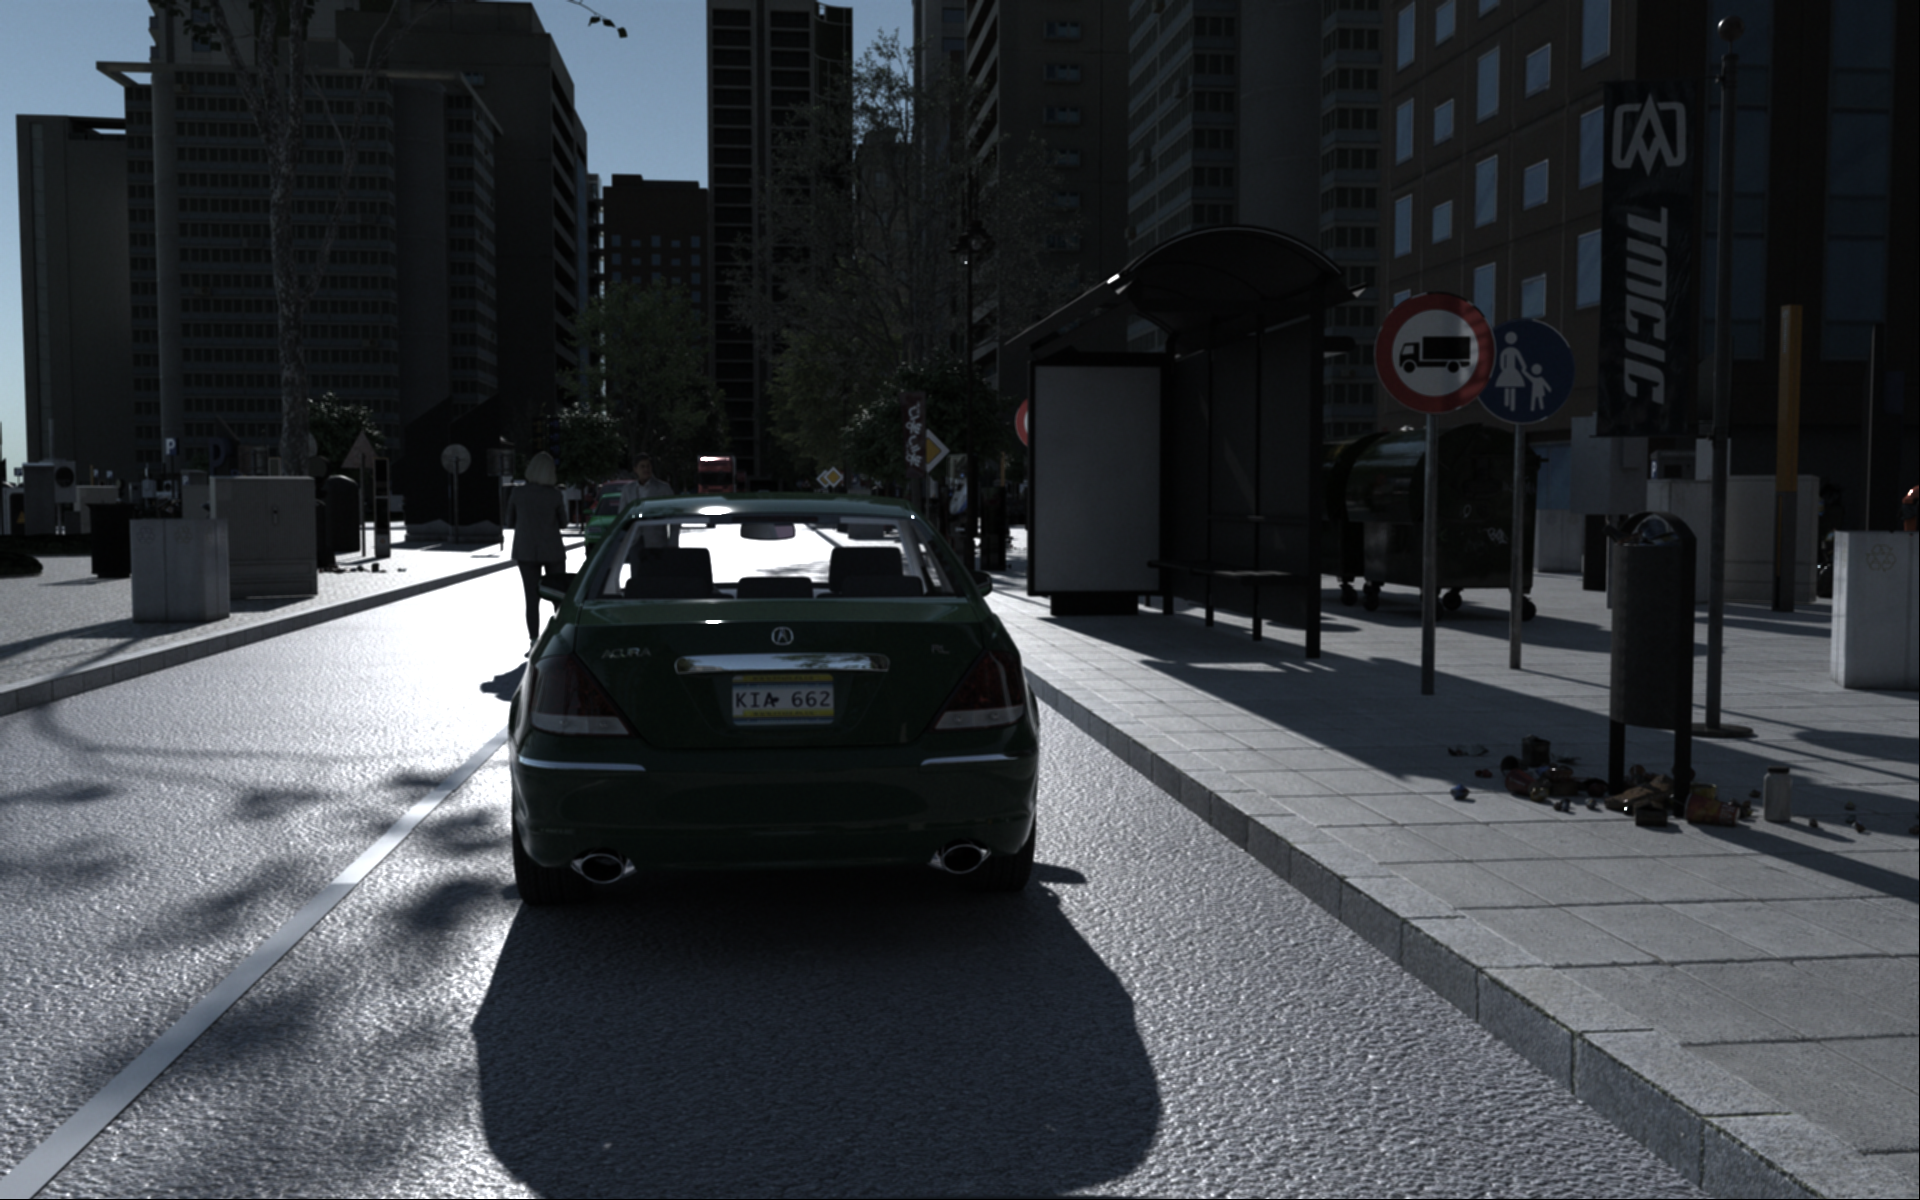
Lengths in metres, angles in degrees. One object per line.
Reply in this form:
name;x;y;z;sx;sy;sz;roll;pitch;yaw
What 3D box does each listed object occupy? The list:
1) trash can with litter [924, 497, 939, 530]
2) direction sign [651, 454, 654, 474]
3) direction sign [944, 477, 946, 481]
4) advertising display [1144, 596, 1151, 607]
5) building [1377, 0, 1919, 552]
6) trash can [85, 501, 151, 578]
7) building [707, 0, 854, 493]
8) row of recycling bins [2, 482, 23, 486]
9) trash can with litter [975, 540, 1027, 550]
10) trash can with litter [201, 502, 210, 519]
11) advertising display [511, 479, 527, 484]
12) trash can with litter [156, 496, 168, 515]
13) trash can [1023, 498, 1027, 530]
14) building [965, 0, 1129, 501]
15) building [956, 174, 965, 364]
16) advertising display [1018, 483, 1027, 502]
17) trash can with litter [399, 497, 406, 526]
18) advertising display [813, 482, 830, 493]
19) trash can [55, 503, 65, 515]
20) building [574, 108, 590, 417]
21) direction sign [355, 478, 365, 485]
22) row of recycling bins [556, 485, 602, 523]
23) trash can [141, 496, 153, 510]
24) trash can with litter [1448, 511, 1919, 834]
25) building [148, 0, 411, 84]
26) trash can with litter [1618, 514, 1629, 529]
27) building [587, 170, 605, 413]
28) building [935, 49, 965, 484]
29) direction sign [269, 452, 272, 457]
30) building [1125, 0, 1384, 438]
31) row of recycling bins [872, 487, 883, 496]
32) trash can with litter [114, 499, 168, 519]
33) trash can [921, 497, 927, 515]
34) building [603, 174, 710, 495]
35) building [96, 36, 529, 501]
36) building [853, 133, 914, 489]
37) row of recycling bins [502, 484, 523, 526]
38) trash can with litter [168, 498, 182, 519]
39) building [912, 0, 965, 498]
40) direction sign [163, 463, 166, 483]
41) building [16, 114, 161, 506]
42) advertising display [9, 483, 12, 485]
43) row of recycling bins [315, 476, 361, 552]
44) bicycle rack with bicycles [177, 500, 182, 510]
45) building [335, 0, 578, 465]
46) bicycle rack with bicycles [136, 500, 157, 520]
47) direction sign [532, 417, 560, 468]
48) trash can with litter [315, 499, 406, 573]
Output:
trash can with litter;-1.106;-3.038;61.057;0.624;1.170;1.055;-1;4;-21
direction sign;-17.505;-6.523;98.647;0.379;3.537;0.876;0;4;-3
direction sign;-1.030;-6.707;101.649;0.876;3.537;0.379;0;4;2
advertising display;1.715;-0.889;19.752;0.974;1.923;0.123;0;4;5
building;19.368;-23.917;41.150;14.600;45.320;14.200;0;4;-6
trash can;-13.022;-0.915;26.621;0.748;1.137;0.748;0;3;0
building;-25.759;-49.709;250.989;20.611;71.187;20.563;0;4;-6
row of recycling bins;-32.606;-3.139;58.428;3.534;1.692;1.069;1;4;14
trash can with litter;0.836;-1.831;40.990;1.678;1.210;2.233;0;4;-4
trash can with litter;-10.077;-0.786;24.239;1.055;1.170;0.624;0;4;-1
advertising display;-19.025;-4.252;74.740;0.123;1.923;0.974;1;4;22
trash can with litter;-32.192;-3.634;70.479;2.233;1.210;1.678;1;4;13
trash can;2.502;-2.855;58.337;0.748;1.137;0.748;0;3;0
building;12.194;-31.346;136.216;21.300;48.544;21.600;0;4;-6
building;6.415;-23.714;159.426;14.160;30.474;14.107;0;4;-6
advertising display;3.827;-5.803;100.087;0.974;1.923;0.123;-1;4;-21
trash can with litter;-22.127;-3.592;70.121;0.624;1.170;1.055;2;4;28
advertising display;-7.372;-5.332;92.399;0.974;1.923;0.123;2;4;26
trash can;-62.281;-6.577;119.194;0.748;1.137;0.748;0;3;0
building;-49.814;-33.363;195.603;14.200;45.320;14.600;0;4;-6
direction sign;-38.378;-7.236;110.305;0.876;3.537;0.379;-1;4;-16
row of recycling bins;-16.592;-4.331;77.930;3.534;1.692;1.069;-2;4;-24
trash can;-52.358;-6.116;111.658;0.748;1.137;0.748;0;3;0
trash can with litter;2.879;0.218;7.496;1.678;1.210;2.233;-1;4;-8
building;-71.285;-39.557;188.762;28.212;58.520;21.231;0;4;-6
trash can with litter;11.036;-1.072;28.910;1.055;1.170;0.624;-3;5;-43
building;-65.650;-38.498;249.047;30.456;49.044;23.786;0;4;-6
building;5.106;-31.984;173.042;14.600;45.320;14.200;0;4;-6
direction sign;-37.003;-6.180;93.042;0.379;3.537;0.876;-1;4;-16
building;23.287;-25.049;101.438;23.993;40.220;32.217;0;4;-6
row of recycling bins;-6.189;-8.419;144.767;3.534;1.692;1.069;2;4;29
trash can with litter;-19.299;-1.785;40.564;0.624;1.170;1.055;3;5;40
trash can;-1.554;-4.173;79.874;0.748;1.137;0.748;0;3;0
building;-42.592;-36.431;245.761;14.200;45.320;14.600;0;4;-6
building;-54.171;-28.133;151.857;32.217;40.220;23.993;0;4;-6
building;-2.031;-40.873;257.512;27.495;52.752;28.713;0;4;-6
row of recycling bins;-18.097;-3.861;70.248;1.069;1.692;3.534;-2;4;-27
trash can with litter;-21.340;-2.131;46.227;1.055;1.170;0.624;1;4;11
building;5.279;-39.902;194.390;21.231;58.520;28.212;0;4;-6
direction sign;-58.036;-8.221;126.408;0.379;3.537;0.876;-1;4;-14
building;-92.973;-30.998;190.415;14.086;41.232;14.154;0;4;-6
advertising display;-54.689;-5.772;99.593;0.123;1.923;0.974;-3;5;-44
row of recycling bins;-14.534;-2.004;39.875;1.069;1.692;3.534;-2;4;-30
bicycle rack with bicycles;-47.026;-5.468;102.784;2.852;0.926;2.925;-3;5;-43
building;-50.706;-33.721;175.040;21.300;48.544;21.600;0;4;-6
bicycle rack with bicycles;-40.704;-4.398;85.291;2.925;0.926;2.852;-1;4;-21
direction sign;-12.164;-3.607;50.969;0.876;3.537;0.379;1;4;13
trash can with litter;-10.267;-1.057;28.334;2.233;1.210;1.678;0;4;-7
